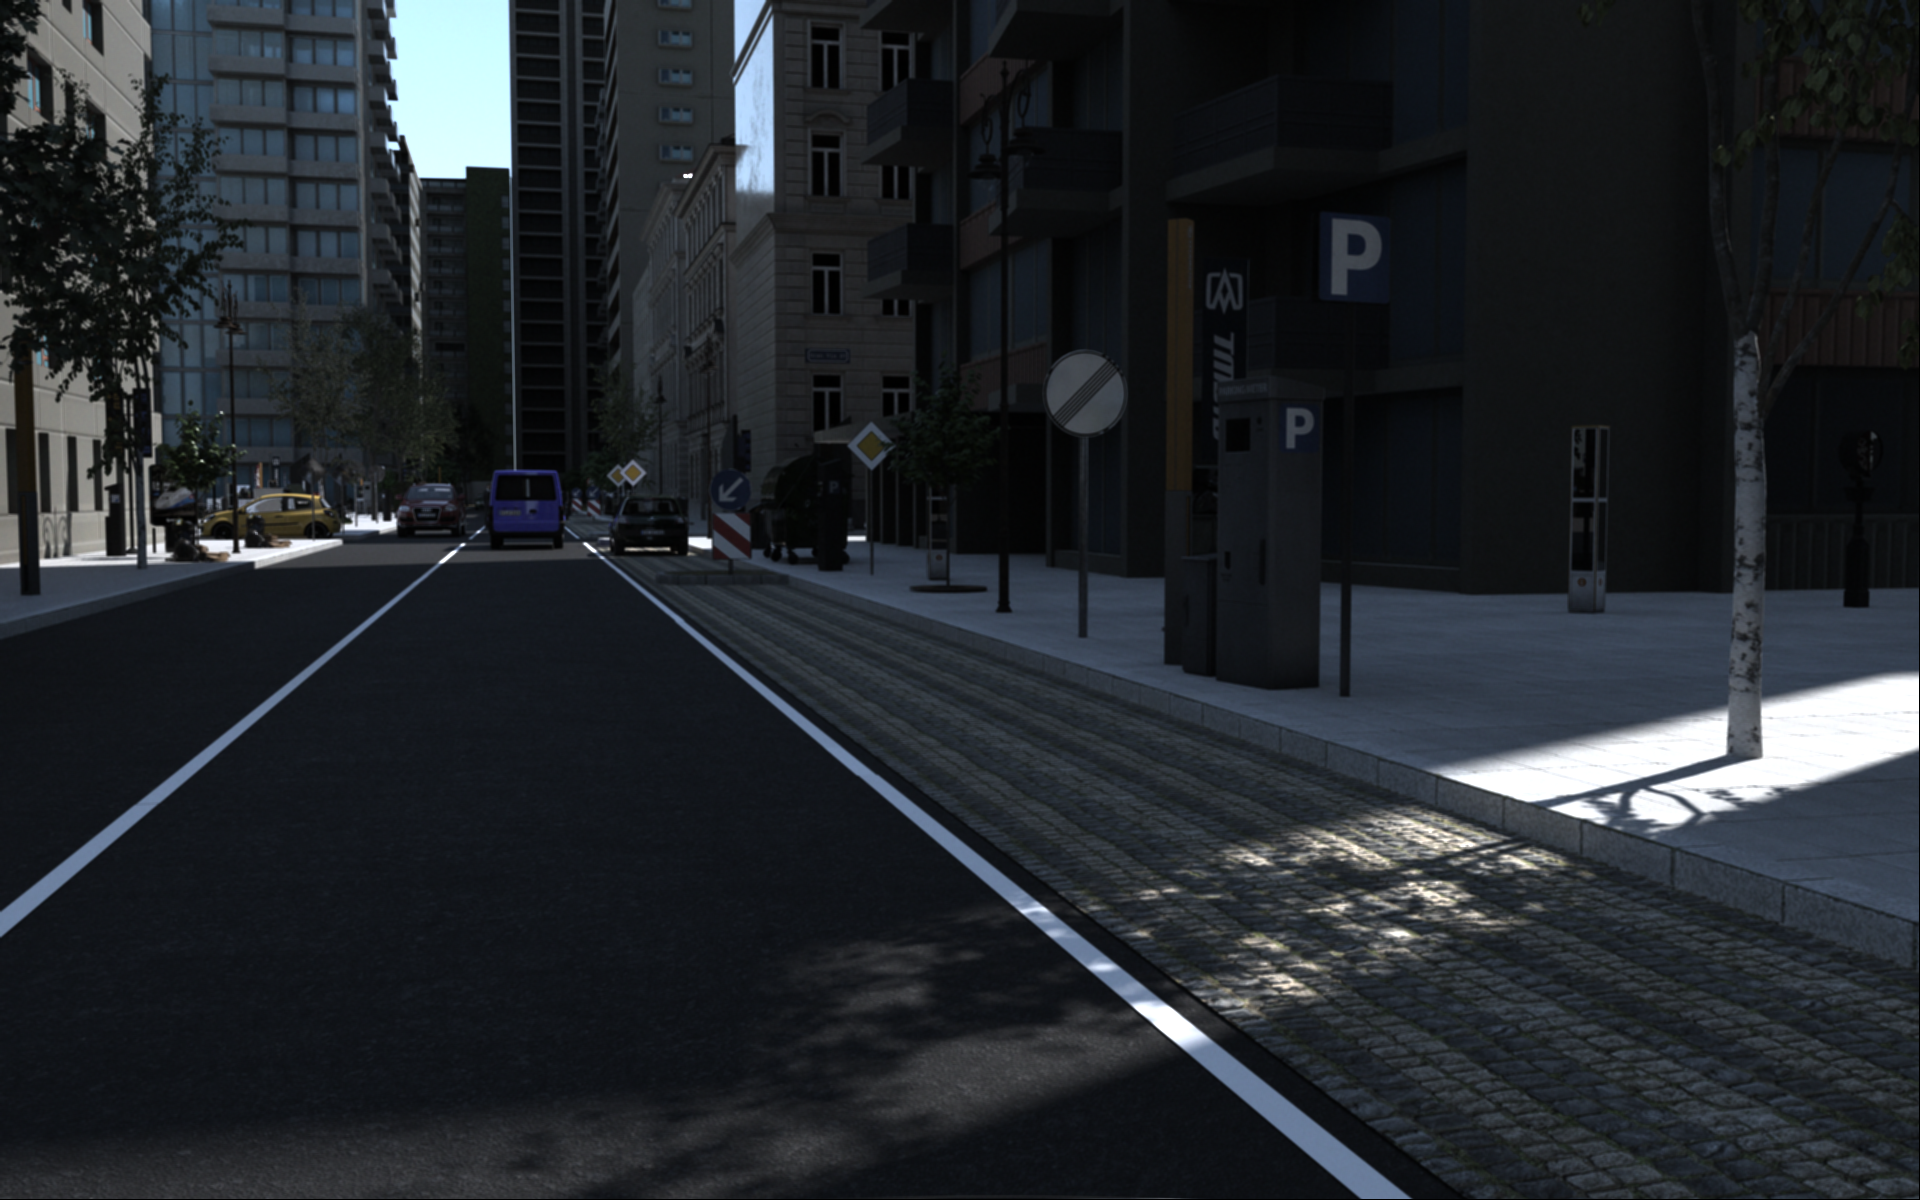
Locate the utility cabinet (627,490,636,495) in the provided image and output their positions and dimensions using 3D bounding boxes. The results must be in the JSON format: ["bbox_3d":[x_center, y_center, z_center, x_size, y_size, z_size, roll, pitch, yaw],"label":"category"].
[{"bbox_3d":[-16.420,-4.767,86.620,0.318,1.500,1.173,-1,4,-19],"label":"utility cabinet"}]

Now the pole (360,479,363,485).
[{"bbox_3d":[-39.927,-7.441,115.501,0.158,3.312,0.155,0,3,0],"label":"pole"}]

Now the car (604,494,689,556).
[{"bbox_3d":[-7.484,-1.938,41.481,2.009,1.686,4.222,-1,4,-13],"label":"car"}]

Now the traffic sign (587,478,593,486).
[{"bbox_3d":[-27.012,-7.774,127.204,0.768,2.556,0.104,0,4,-6],"label":"traffic sign"}]

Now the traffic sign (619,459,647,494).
[{"bbox_3d":[-9.355,-2.810,49.585,0.795,2.450,0.064,-1,4,-14],"label":"traffic sign"}]

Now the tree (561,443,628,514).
[{"bbox_3d":[-23.082,-7.896,112.808,4.285,4.588,4.351,0,3,0],"label":"tree"}]

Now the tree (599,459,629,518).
[{"bbox_3d":[-20.815,-6.740,104.804,1.663,3.219,1.824,0,3,0],"label":"tree"}]

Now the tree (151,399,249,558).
[{"bbox_3d":[-15.667,-2.491,35.334,1.663,3.219,1.824,0,3,0],"label":"tree"}]

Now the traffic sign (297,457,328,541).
[{"bbox_3d":[-17.744,-2.683,47.504,0.795,2.450,0.064,-1,4,-14],"label":"traffic sign"}]

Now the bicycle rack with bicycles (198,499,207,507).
[{"bbox_3d":[-51.629,-6.263,115.777,2.852,0.926,2.925,2,4,28],"label":"bicycle rack with bicycles"}]

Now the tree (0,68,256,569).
[{"bbox_3d":[-14.270,-4.834,29.401,4.737,8.622,4.395,0,3,0],"label":"tree"}]

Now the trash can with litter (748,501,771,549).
[{"bbox_3d":[-4.883,-1.774,40.400,1.055,1.170,0.624,1,4,15],"label":"trash can with litter"}]

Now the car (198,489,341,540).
[{"bbox_3d":[-20.671,-2.550,51.922,3.980,1.641,2.015,-1,4,-13],"label":"car"}]

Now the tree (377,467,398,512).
[{"bbox_3d":[-41.269,-7.992,125.273,1.663,3.219,1.824,0,3,0],"label":"tree"}]

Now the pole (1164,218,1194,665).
[{"bbox_3d":[1.643,-1.170,12.971,0.158,3.312,0.155,0,3,0],"label":"pole"}]

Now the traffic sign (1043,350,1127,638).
[{"bbox_3d":[1.100,-0.936,15.414,0.768,2.556,0.104,-1,4,-10],"label":"traffic sign"}]

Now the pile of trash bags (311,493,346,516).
[{"bbox_3d":[-35.250,-5.150,93.950,1.912,1.369,3.447,3,5,39],"label":"pile of trash bags"}]

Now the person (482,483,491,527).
[{"bbox_3d":[-20.264,-4.079,74.558,0.474,1.900,0.648,0,4,5],"label":"person"}]

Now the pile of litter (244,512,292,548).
[{"bbox_3d":[-16.706,-1.698,41.731,1.176,0.858,1.719,0,4,-8],"label":"pile of litter"}]

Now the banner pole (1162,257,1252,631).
[{"bbox_3d":[2.315,-1.600,16.177,0.863,3.779,0.401,-1,4,-14],"label":"banner pole"}]

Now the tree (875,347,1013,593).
[{"bbox_3d":[-0.176,-1.737,23.002,1.663,3.219,1.824,0,3,0],"label":"tree"}]

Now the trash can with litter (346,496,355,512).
[{"bbox_3d":[-42.649,-6.746,121.687,1.055,1.170,0.624,-1,4,-22],"label":"trash can with litter"}]

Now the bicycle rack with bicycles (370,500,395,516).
[{"bbox_3d":[-33.799,-5.358,100.980,2.925,0.926,2.852,3,5,44],"label":"bicycle rack with bicycles"}]

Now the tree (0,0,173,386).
[{"bbox_3d":[-10.879,-5.836,12.428,9.611,12.733,9.660,0,3,0],"label":"tree"}]

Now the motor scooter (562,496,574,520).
[{"bbox_3d":[-21.560,-5.021,94.878,0.815,1.314,1.986,-1,4,-13],"label":"motor scooter"}]

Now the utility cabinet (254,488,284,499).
[{"bbox_3d":[-25.593,-3.406,64.362,1.173,1.500,0.318,-2,4,-27],"label":"utility cabinet"}]

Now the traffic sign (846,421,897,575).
[{"bbox_3d":[-1.397,-1.600,27.340,0.795,2.450,0.064,-1,4,-9],"label":"traffic sign"}]

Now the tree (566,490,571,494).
[{"bbox_3d":[-45.700,-12.786,203.644,1.663,3.219,1.824,0,3,0],"label":"tree"}]

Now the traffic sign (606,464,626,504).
[{"bbox_3d":[-11.303,-3.284,57.330,0.795,2.450,0.064,-1,4,-14],"label":"traffic sign"}]

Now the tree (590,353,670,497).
[{"bbox_3d":[-17.440,-8.553,90.210,4.737,8.622,4.395,0,3,0],"label":"tree"}]

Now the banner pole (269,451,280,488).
[{"bbox_3d":[-40.272,-6.831,101.701,0.401,3.779,0.863,3,4,37],"label":"banner pole"}]

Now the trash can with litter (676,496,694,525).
[{"bbox_3d":[-12.056,-3.765,72.615,2.233,1.210,1.678,-2,4,-31],"label":"trash can with litter"}]

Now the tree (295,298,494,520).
[{"bbox_3d":[-28.671,-9.125,83.600,8.767,10.594,7.601,2,4,32],"label":"tree"}]

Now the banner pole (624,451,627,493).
[{"bbox_3d":[-19.485,-6.785,100.944,0.401,3.779,0.863,-2,4,-25],"label":"banner pole"}]

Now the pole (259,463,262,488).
[{"bbox_3d":[-45.144,-7.217,111.841,0.158,3.312,0.155,0,3,0],"label":"pole"}]

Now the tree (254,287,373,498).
[{"bbox_3d":[-22.648,-6.779,61.201,4.360,8.622,3.978,0,3,0],"label":"tree"}]

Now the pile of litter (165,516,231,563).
[{"bbox_3d":[-14.609,-1.175,33.171,1.176,0.858,1.719,-1,4,-20],"label":"pile of litter"}]

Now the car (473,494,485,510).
[{"bbox_3d":[-42.559,-8.781,155.359,2.131,1.459,4.920,-1,4,-15],"label":"car"}]

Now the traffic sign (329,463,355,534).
[{"bbox_3d":[-19.692,-3.156,55.249,0.795,2.450,0.064,-1,4,-14],"label":"traffic sign"}]

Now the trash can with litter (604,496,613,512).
[{"bbox_3d":[-21.467,-5.825,106.624,0.624,1.170,1.055,-3,5,-43],"label":"trash can with litter"}]

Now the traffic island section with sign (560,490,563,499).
[{"bbox_3d":[-24.171,-6.118,108.652,1.989,1.847,2.006,-1,4,-14],"label":"traffic island section with sign"}]

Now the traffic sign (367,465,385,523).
[{"bbox_3d":[-25.438,-4.612,75.516,0.768,2.556,0.104,0,4,-4],"label":"traffic sign"}]

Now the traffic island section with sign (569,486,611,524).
[{"bbox_3d":[-17.590,-4.519,82.509,1.989,1.847,2.006,-1,4,-14],"label":"traffic island section with sign"}]

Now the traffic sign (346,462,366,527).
[{"bbox_3d":[-23.703,-4.149,67.939,0.768,2.556,0.104,-1,4,-14],"label":"traffic sign"}]

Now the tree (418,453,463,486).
[{"bbox_3d":[-44.409,-10.016,147.478,4.285,4.588,4.351,0,3,0],"label":"tree"}]

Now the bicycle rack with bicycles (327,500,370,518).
[{"bbox_3d":[-30.763,-4.313,83.894,2.925,0.926,2.852,1,4,9],"label":"bicycle rack with bicycles"}]

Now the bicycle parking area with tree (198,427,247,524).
[{"bbox_3d":[-34.184,-5.258,72.967,8.231,4.147,9.016,1,4,10],"label":"bicycle parking area with tree"}]

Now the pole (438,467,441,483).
[{"bbox_3d":[-38.560,-8.230,128.404,0.158,3.312,0.155,0,3,0],"label":"pole"}]

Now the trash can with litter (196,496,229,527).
[{"bbox_3d":[-29.885,-3.452,67.495,1.678,1.210,2.233,2,4,30],"label":"trash can with litter"}]

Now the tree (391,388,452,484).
[{"bbox_3d":[-34.438,-9.822,110.957,4.737,8.622,4.395,0,3,0],"label":"tree"}]

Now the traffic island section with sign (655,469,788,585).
[{"bbox_3d":[-3.899,-1.186,28.019,1.989,1.847,2.006,-1,4,-14],"label":"traffic island section with sign"}]

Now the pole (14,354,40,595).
[{"bbox_3d":[-11.818,-1.717,21.922,0.158,3.312,0.155,0,3,0],"label":"pole"}]

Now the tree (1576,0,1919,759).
[{"bbox_3d":[3.888,-3.524,7.976,4.737,8.622,4.395,0,3,0],"label":"tree"}]

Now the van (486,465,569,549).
[{"bbox_3d":[-11.741,-2.605,46.976,2.240,2.365,5.245,-1,4,-13],"label":"van"}]

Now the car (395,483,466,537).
[{"bbox_3d":[-18.040,-3.092,59.220,2.281,1.827,5.304,-1,4,-13],"label":"car"}]

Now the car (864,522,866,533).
[{"bbox_3d":[-0.713,-2.690,56.338,4.827,1.381,2.083,-1,4,-14],"label":"car"}]

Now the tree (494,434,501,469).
[{"bbox_3d":[-31.643,-10.034,98.472,8.767,10.594,7.601,3,4,39],"label":"tree"}]

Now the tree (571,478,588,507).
[{"bbox_3d":[-38.570,-11.181,177.417,1.663,3.219,1.824,0,3,0],"label":"tree"}]
